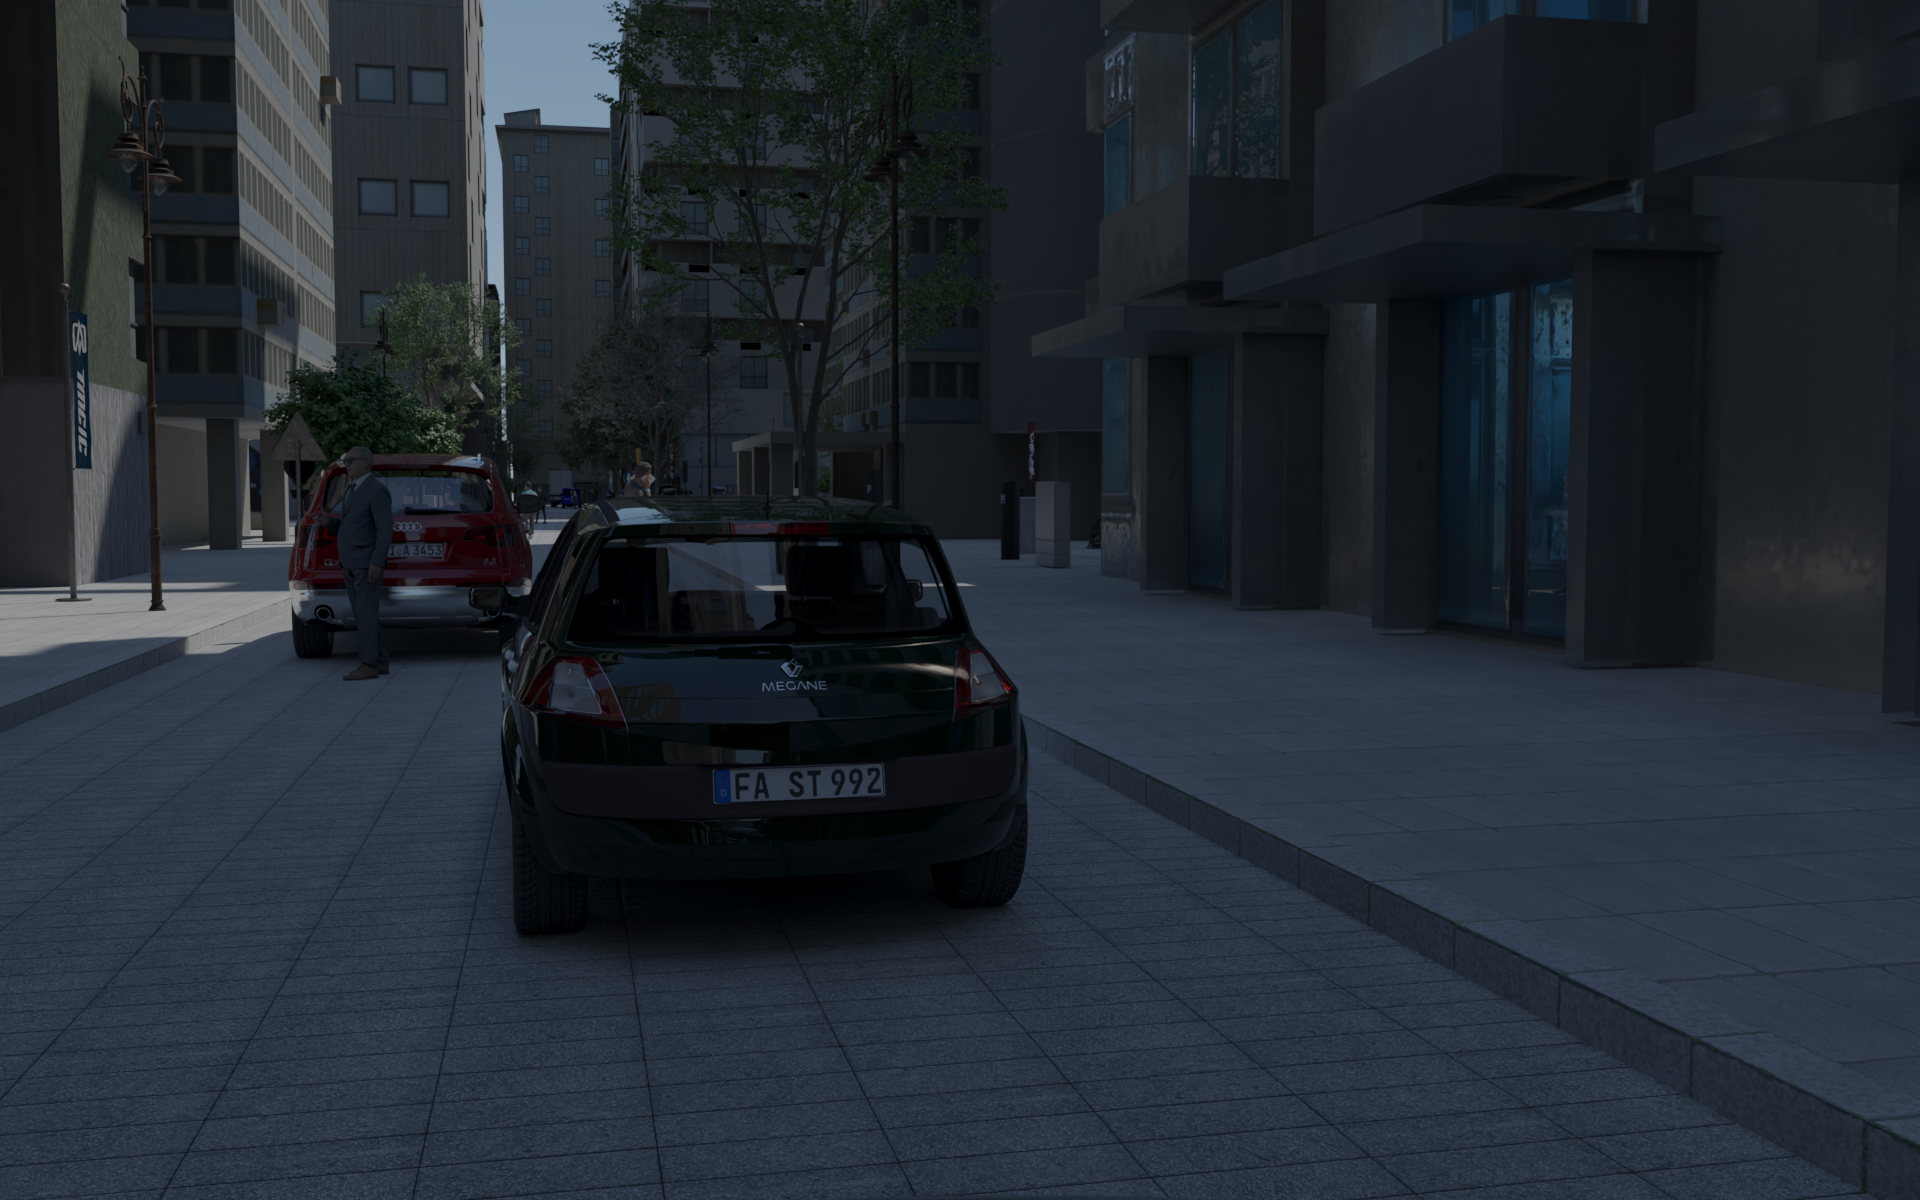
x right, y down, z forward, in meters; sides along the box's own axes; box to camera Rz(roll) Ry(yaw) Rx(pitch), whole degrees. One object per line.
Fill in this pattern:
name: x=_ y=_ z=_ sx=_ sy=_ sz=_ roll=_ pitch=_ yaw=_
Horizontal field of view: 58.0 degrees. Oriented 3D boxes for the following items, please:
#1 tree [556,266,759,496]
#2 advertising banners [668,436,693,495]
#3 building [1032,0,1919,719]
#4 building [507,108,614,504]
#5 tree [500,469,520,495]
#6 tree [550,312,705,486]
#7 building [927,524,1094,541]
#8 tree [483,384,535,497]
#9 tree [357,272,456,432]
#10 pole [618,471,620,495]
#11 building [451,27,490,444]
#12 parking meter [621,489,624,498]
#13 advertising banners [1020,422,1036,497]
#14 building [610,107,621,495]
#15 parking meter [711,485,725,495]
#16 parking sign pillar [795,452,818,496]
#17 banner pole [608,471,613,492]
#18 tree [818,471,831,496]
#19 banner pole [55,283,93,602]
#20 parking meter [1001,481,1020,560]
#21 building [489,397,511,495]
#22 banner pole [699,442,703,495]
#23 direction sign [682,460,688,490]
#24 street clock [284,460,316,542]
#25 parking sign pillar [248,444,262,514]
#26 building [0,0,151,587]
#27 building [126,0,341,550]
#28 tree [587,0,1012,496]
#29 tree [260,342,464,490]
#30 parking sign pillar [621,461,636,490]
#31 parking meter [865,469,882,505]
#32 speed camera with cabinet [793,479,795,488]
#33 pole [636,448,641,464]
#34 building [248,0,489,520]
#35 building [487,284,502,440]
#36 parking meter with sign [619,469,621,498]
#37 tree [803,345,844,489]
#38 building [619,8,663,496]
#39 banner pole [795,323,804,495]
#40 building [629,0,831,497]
tree: x=-15.712 y=-10.990 z=90.054 sx=12.009 sy=13.543 sz=11.850 roll=0 pitch=3 yaw=0
advertising banners: x=-8.558 y=-3.474 z=52.987 sx=0.090 sy=3.025 sz=2.074 roll=1 pitch=4 yaw=11
building: x=14.336 y=-24.200 z=15.273 sx=23.786 sy=49.044 sz=30.456 roll=-1 pitch=4 yaw=-13
building: x=-51.053 y=-40.202 z=246.541 sx=27.495 sy=52.752 sz=28.713 roll=-1 pitch=4 yaw=-13
tree: x=-35.448 y=-8.574 z=134.781 sx=1.663 sy=3.219 sz=1.824 roll=0 pitch=3 yaw=0
tree: x=-20.718 y=-11.670 z=107.817 sx=9.611 sy=12.733 sz=9.660 roll=0 pitch=3 yaw=0
building: x=9.276 y=-22.236 z=55.436 sx=32.217 sy=40.220 sz=23.993 roll=-1 pitch=4 yaw=-13
tree: x=-31.324 y=-10.184 z=116.873 sx=4.360 sy=8.622 sz=3.978 roll=0 pitch=3 yaw=0
tree: x=-24.095 y=-9.456 z=80.353 sx=9.928 sy=11.665 sz=9.643 roll=0 pitch=3 yaw=0
pole: x=-29.046 y=-9.402 z=147.564 sx=0.158 sy=3.312 sz=0.155 roll=0 pitch=3 yaw=0
building: x=-41.268 y=-26.890 z=123.240 sx=14.154 sy=41.232 sz=14.086 roll=-1 pitch=4 yaw=-13
parking meter: x=-18.128 y=-5.203 z=93.483 sx=0.372 sy=1.533 sz=0.369 roll=0 pitch=3 yaw=0
advertising banners: x=1.445 y=-2.778 z=41.602 sx=0.090 sy=3.025 sz=2.074 roll=2 pitch=4 yaw=24
building: x=-30.415 y=-30.779 z=186.834 sx=14.154 sy=41.232 sz=14.086 roll=-1 pitch=4 yaw=-13
parking meter: x=-6.792 y=-2.462 z=48.670 sx=0.372 sy=1.533 sz=0.369 roll=0 pitch=3 yaw=0
parking sign pillar: x=-8.839 y=-6.796 z=99.586 sx=1.447 sy=3.967 sz=1.447 roll=0 pitch=4 yaw=-1
banner pole: x=-29.320 y=-9.480 z=145.018 sx=0.863 sy=3.779 sz=0.401 roll=3 pitch=5 yaw=41
tree: x=-9.236 y=-7.654 z=119.751 sx=1.663 sy=3.219 sz=1.824 roll=0 pitch=3 yaw=0
banner pole: x=-10.649 y=-1.888 z=20.893 sx=0.401 sy=3.779 sz=0.863 roll=0 pitch=4 yaw=-4
parking meter: x=0.986 y=-1.558 z=33.892 sx=0.372 sy=1.533 sz=0.369 roll=0 pitch=3 yaw=0
building: x=-69.825 y=-54.508 z=203.884 sx=31.000 sy=86.520 sz=22.319 roll=-1 pitch=4 yaw=-13
banner pole: x=-12.423 y=-5.692 z=83.080 sx=0.401 sy=3.779 sz=0.863 roll=-1 pitch=4 yaw=-18
direction sign: x=-18.560 y=-7.640 z=116.916 sx=0.379 sy=3.537 sz=0.876 roll=-2 pitch=4 yaw=-31
street clock: x=-11.356 y=-1.545 z=29.828 sx=0.471 sy=2.002 sz=0.358 roll=-3 pitch=5 yaw=-41
parking sign pillar: x=-32.963 y=-5.611 z=80.209 sx=1.447 sy=3.967 sz=1.447 roll=1 pitch=4 yaw=9
building: x=-18.649 y=-15.153 z=19.448 sx=14.160 sy=30.474 sz=14.107 roll=-1 pitch=4 yaw=-13
building: x=-29.568 y=-21.602 z=45.070 sx=23.993 sy=40.220 sz=32.217 roll=-1 pitch=4 yaw=-13
tree: x=-2.895 y=-6.505 z=32.120 sx=9.928 sy=11.665 sz=9.643 roll=0 pitch=3 yaw=0
tree: x=-13.384 y=-3.303 z=37.713 sx=4.285 sy=4.588 sz=4.351 roll=0 pitch=3 yaw=0
parking sign pillar: x=-22.193 y=-7.851 z=116.832 sx=1.447 sy=3.967 sz=1.447 roll=1 pitch=4 yaw=19
parking meter: x=-2.024 y=-2.125 z=40.462 sx=0.255 sy=1.863 sz=0.399 roll=-3 pitch=4 yaw=-36
speed camera with cabinet: x=-10.530 y=-6.795 z=105.427 sx=2.038 sy=3.252 sz=0.660 roll=-2 pitch=4 yaw=-27
pole: x=-14.282 y=-5.089 z=77.041 sx=0.158 sy=3.312 sz=0.155 roll=0 pitch=3 yaw=0
building: x=-40.057 y=-30.853 z=93.688 sx=28.713 sy=52.752 sz=27.495 roll=-1 pitch=4 yaw=-13
building: x=-69.928 y=-28.426 z=236.464 sx=14.107 sy=30.474 sz=14.160 roll=-1 pitch=4 yaw=-13
parking meter with sign: x=-23.332 y=-7.549 z=119.691 sx=0.543 sy=3.016 sz=1.738 roll=-1 pitch=4 yaw=-8
tree: x=-5.548 y=-8.083 z=82.527 sx=4.737 sy=8.622 sz=4.395 roll=0 pitch=3 yaw=0
building: x=-22.072 y=-33.405 z=169.876 sx=21.300 sy=48.544 sz=21.600 roll=-1 pitch=4 yaw=-13
banner pole: x=-2.360 y=-2.183 z=25.704 sx=0.401 sy=3.779 sz=0.863 roll=0 pitch=4 yaw=-4
building: x=-11.500 y=-33.373 z=134.880 sx=28.713 sy=52.752 sz=27.495 roll=-1 pitch=4 yaw=-13
